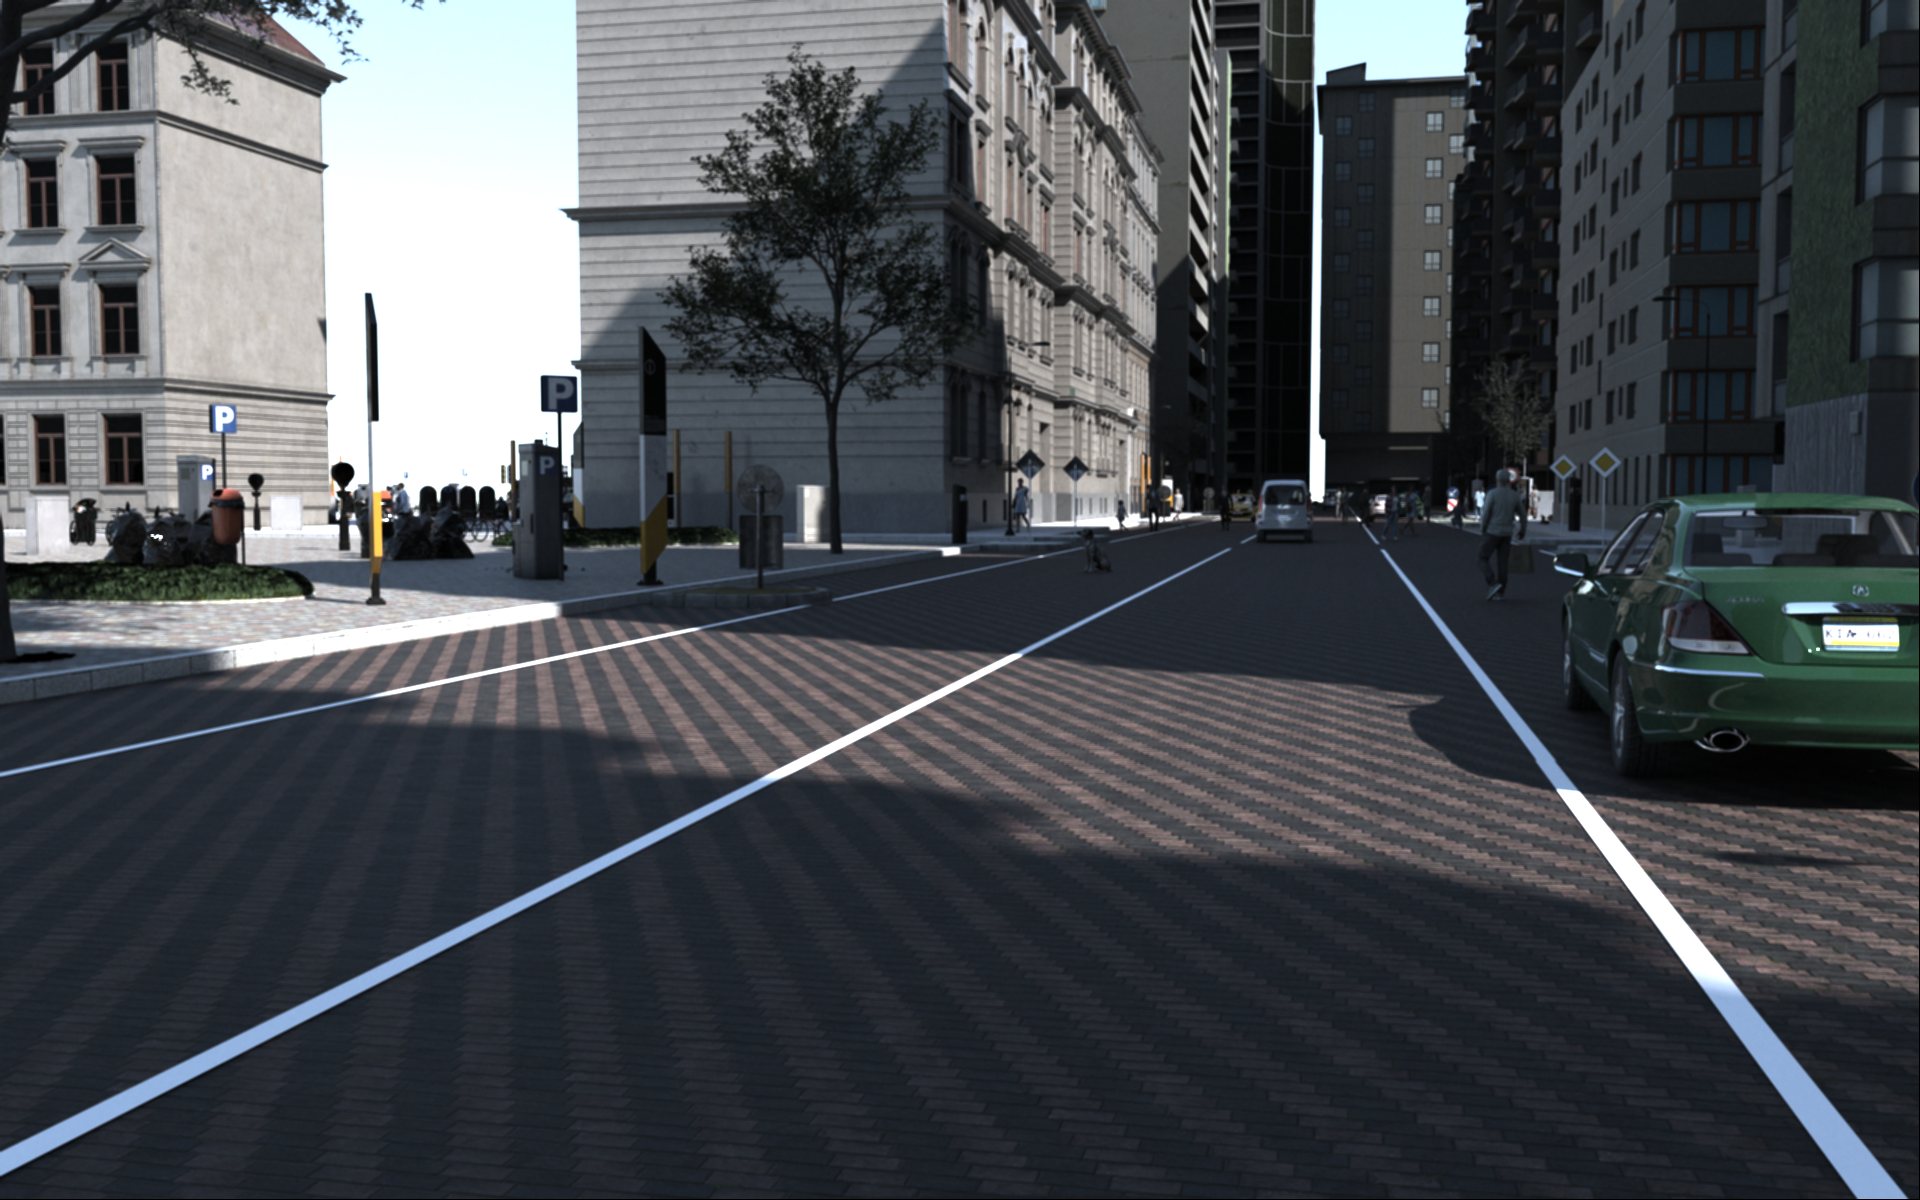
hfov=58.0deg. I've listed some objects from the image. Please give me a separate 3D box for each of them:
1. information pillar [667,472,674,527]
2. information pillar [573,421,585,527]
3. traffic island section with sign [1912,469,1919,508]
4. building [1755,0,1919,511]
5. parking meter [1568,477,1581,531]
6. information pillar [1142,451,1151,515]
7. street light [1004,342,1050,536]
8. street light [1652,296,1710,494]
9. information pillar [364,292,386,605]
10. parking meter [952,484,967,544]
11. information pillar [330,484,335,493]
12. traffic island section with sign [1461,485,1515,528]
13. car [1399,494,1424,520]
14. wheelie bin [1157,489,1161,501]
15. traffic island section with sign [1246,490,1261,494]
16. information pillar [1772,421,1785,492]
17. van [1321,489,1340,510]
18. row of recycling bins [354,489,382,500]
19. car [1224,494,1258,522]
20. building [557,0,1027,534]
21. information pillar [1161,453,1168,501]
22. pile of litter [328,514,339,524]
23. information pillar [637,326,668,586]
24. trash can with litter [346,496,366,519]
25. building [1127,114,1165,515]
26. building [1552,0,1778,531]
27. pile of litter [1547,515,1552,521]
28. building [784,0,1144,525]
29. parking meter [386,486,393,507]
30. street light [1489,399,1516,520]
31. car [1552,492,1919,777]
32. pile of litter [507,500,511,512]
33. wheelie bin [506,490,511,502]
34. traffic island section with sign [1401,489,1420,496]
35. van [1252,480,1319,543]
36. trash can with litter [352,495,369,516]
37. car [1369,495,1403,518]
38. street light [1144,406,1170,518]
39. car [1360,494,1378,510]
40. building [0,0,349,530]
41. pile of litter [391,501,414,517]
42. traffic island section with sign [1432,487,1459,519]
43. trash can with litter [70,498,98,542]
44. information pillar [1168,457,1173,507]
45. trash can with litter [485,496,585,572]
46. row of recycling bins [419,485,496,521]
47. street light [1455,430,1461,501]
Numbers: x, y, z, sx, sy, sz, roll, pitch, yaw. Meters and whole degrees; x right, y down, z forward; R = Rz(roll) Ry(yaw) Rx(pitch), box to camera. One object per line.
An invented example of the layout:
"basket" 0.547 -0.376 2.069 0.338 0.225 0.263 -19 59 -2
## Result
"information pillar" -9.458 -3.187 56.606 0.304 2.012 0.304 0 4 -3
"information pillar" -12.323 -3.953 55.991 0.504 3.616 0.183 3 5 41
"traffic island section with sign" 10.793 -0.675 19.661 1.989 1.847 2.006 1 4 12
"building" 22.655 -21.276 31.452 14.154 41.232 14.086 1 4 12
"parking meter" 21.246 -3.311 59.838 0.255 1.863 0.399 -1 4 -12
"information pillar" 10.237 -6.352 95.202 0.504 3.616 0.183 0 4 -8
"street light" 2.063 -4.924 53.046 1.470 5.913 1.316 1 4 12
"street light" 16.916 -4.165 40.633 1.470 5.913 1.316 1 4 12
"information pillar" -6.766 -1.751 19.983 0.183 3.616 0.504 -2 4 -25
"parking meter" -0.015 -2.215 44.623 0.372 1.533 0.369 0 3 0
"information pillar" -46.845 -7.634 129.310 0.304 2.012 0.304 -3 4 -36
"traffic island section with sign" 22.854 -4.044 74.742 1.989 1.847 2.006 1 4 12
"car" 24.931 -5.194 96.721 2.131 1.459 4.920 1 4 14
"wheelie bin" 12.336 -6.016 106.268 0.693 1.594 0.980 -3 5 -41
"traffic island section with sign" 25.579 -8.789 152.324 1.989 1.847 2.006 1 4 12
"information pillar" 22.917 -3.479 48.236 0.504 3.616 0.183 0 4 8
"van" 33.320 -9.046 154.907 2.013 2.044 4.112 1 4 12
"row of recycling bins" -43.145 -7.305 126.552 1.069 1.692 3.534 1 4 8
"car" 14.709 -4.921 90.676 2.015 1.641 3.980 1 4 14
"building" -4.153 -17.113 67.188 14.401 28.519 23.554 1 4 12
"information pillar" 11.443 -6.517 97.909 0.183 3.616 0.504 0 4 -8
"pile of litter" -27.404 -3.692 74.324 1.719 0.858 1.176 0 4 -1
"information pillar" -4.324 -2.020 24.375 0.183 3.616 0.504 2 4 32
"trash can with litter" -31.295 -4.781 89.548 1.055 1.170 0.624 -1 4 -21
"building" 5.627 -19.984 112.637 13.634 28.700 20.117 1 4 12
"building" 38.181 -13.256 61.780 28.899 21.520 27.650 1 4 12
"pile of litter" 28.831 -4.256 83.547 1.719 0.858 1.176 -2 4 -29
"building" 1.456 -18.584 91.243 14.401 28.519 23.554 1 4 12
"parking meter" -38.943 -6.884 118.266 0.399 1.863 0.255 -3 5 -43
"street light" 26.490 -6.852 84.568 1.470 5.913 1.316 1 4 12
"car" 4.579 0.112 9.970 2.131 1.459 4.920 1 4 14
"pile of litter" -32.876 -6.845 125.877 1.719 0.858 1.176 2 4 34
"wheelie bin" -35.827 -7.975 138.301 0.693 1.594 0.980 1 4 9
"traffic island section with sign" 39.301 -8.642 149.918 1.989 1.847 2.006 1 4 12
"van" 9.853 -2.782 52.501 2.013 2.044 4.112 1 4 11
"trash can with litter" -35.688 -5.576 102.220 1.678 1.210 2.233 0 4 8
"car" 25.635 -5.611 104.098 2.083 1.381 4.827 1 4 11
"street light" 10.415 -7.287 91.681 1.470 5.913 1.316 1 4 12
"car" 37.666 -9.000 158.942 2.131 1.459 4.920 1 4 14
"building" -36.277 -14.123 67.069 21.152 22.565 11.583 1 4 12
"pile of litter" -36.141 -5.962 111.447 1.176 0.858 1.719 0 4 8
"traffic island section with sign" 28.605 -5.655 101.079 1.989 1.847 2.006 1 4 12
"trash can with litter" -23.491 -2.127 46.160 1.055 1.170 0.624 2 4 31
"information pillar" 12.040 -6.658 100.207 0.504 3.616 0.183 -1 4 -9
"trash can with litter" -7.083 -1.081 28.725 1.678 1.210 2.233 -1 4 -11
"row of recycling bins" -24.013 -4.628 82.782 3.534 1.692 1.069 -1 4 -13
"street light" 34.932 -9.198 122.925 1.470 5.913 1.316 1 4 12
